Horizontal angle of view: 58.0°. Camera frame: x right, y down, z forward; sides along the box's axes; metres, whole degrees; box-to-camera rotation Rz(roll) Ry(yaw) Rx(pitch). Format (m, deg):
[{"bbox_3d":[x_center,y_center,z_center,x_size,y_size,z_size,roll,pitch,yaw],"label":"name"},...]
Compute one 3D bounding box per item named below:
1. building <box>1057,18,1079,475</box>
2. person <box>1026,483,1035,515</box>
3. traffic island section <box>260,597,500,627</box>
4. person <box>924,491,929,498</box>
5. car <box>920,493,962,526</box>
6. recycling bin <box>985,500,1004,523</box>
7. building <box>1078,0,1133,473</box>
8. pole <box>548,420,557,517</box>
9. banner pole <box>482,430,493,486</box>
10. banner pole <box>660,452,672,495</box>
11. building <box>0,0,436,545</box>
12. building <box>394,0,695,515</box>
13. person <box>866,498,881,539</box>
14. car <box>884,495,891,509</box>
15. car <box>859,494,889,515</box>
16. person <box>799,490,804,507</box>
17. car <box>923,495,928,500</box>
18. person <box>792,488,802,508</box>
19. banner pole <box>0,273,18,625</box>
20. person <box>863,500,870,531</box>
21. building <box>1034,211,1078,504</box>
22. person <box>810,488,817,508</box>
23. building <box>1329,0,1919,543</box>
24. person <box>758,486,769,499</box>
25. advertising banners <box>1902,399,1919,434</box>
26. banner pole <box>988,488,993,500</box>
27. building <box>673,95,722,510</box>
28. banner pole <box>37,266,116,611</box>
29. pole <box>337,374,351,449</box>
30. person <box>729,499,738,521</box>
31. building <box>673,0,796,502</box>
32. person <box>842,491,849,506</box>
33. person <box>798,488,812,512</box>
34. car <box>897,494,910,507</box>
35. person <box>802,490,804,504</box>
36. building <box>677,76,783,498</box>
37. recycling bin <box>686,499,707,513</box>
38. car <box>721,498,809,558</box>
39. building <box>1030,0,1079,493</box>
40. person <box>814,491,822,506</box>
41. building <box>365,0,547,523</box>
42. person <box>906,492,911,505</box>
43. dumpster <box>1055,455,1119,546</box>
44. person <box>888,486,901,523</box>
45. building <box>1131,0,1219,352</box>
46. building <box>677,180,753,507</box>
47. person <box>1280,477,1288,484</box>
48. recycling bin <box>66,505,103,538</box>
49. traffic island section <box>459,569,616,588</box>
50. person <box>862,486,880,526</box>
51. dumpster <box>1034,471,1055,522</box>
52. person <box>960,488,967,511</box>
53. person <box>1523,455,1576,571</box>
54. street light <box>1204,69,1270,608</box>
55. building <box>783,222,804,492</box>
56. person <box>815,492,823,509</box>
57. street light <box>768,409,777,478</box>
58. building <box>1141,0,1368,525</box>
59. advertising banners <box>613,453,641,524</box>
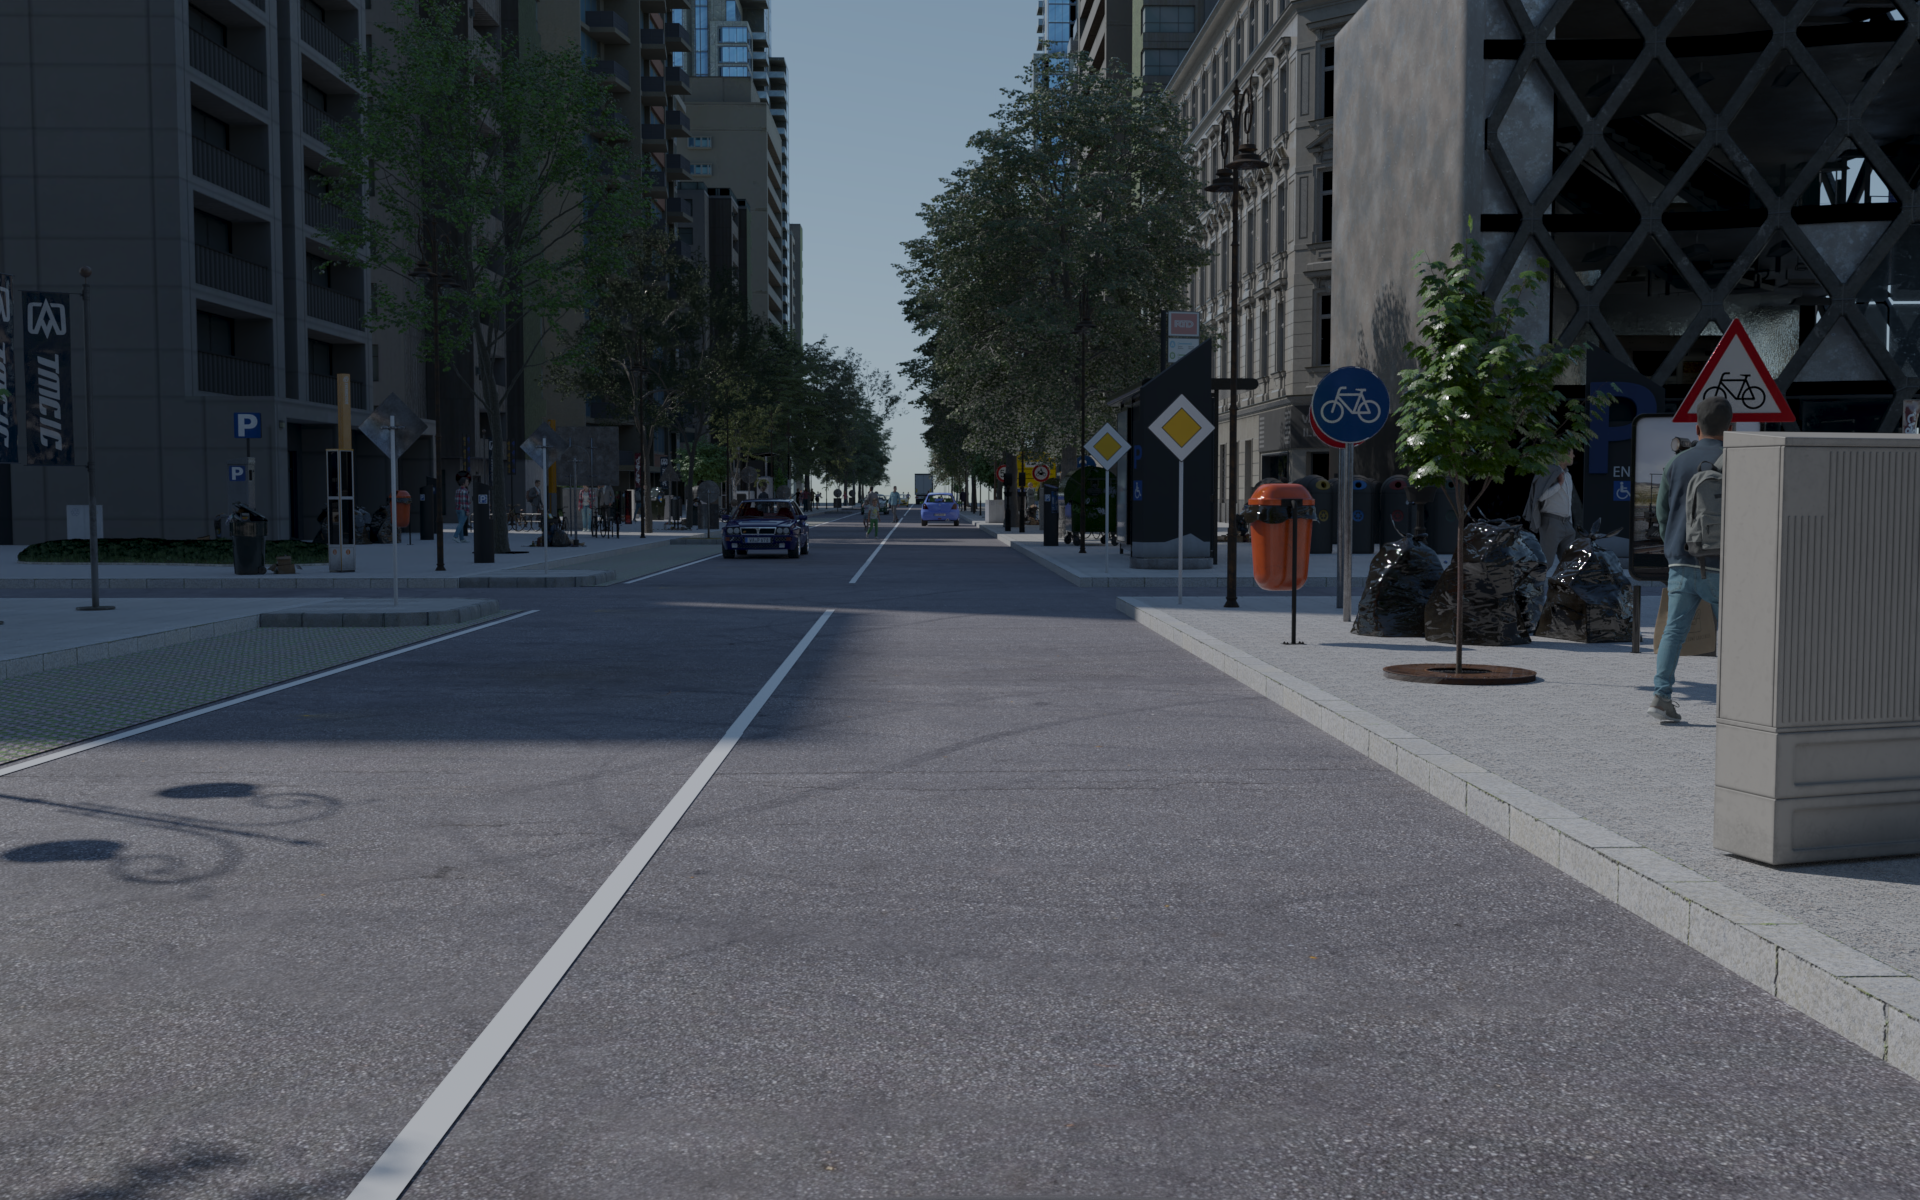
[{"bbox_3d":[21.289,-32.741,154.928,23.786,49.044,30.456,0,4,-1],"label":"building"},{"bbox_3d":[3.287,-4.443,78.862,0.590,1.801,0.661,1,4,19],"label":"person"},{"bbox_3d":[-6.533,0.142,19.959,2.009,0.180,2.903,0,4,-1],"label":"traffic island section"},{"bbox_3d":[-3.645,-11.611,198.303,1.348,1.831,0.705,3,5,40],"label":"person"},{"bbox_3d":[-0.882,-4.218,78.554,1.945,1.707,3.694,0,4,0],"label":"car"},{"bbox_3d":[1.540,-3.920,76.640,0.722,1.027,0.722,-1,4,-12],"label":"recycling bin"},{"bbox_3d":[20.350,-30.901,128.936,21.300,48.544,21.600,0,4,-1],"label":"building"},{"bbox_3d":[-11.189,-3.284,47.538,0.158,3.312,0.155,0,3,0],"label":"pole"},{"bbox_3d":[-18.250,-4.728,67.321,0.863,3.779,0.401,-2,4,-35],"label":"banner pole"},{"bbox_3d":[-17.256,-6.853,102.069,0.863,3.779,0.401,0,4,-7],"label":"banner pole"},{"bbox_3d":[-27.539,-37.498,51.337,20.563,71.187,20.611,0,4,-1],"label":"building"},{"bbox_3d":[-30.041,-28.251,116.531,22.147,44.769,28.867,0,4,-1],"label":"building"},{"bbox_3d":[-2.763,-2.590,55.100,0.306,1.304,0.590,-3,5,-41],"label":"person"},{"bbox_3d":[-6.304,-8.261,147.647,1.945,1.354,3.894,0,4,-3],"label":"car"},{"bbox_3d":[-5.925,-6.684,121.085,2.131,1.459,4.920,0,4,0],"label":"car"},{"bbox_3d":[-16.182,-10.351,176.195,0.541,1.710,0.530,-1,4,-12],"label":"person"},{"bbox_3d":[-2.086,-8.118,142.316,1.945,1.707,3.694,0,4,-3],"label":"car"},{"bbox_3d":[-13.047,-8.081,138.690,1.217,1.766,0.721,3,5,39],"label":"person"},{"bbox_3d":[-9.563,-1.655,17.084,0.401,3.779,0.863,0,4,8],"label":"banner pole"},{"bbox_3d":[-3.588,-3.325,67.879,0.505,1.210,0.382,2,4,32],"label":"person"},{"bbox_3d":[23.604,-32.305,220.075,32.217,40.220,23.993,0,4,-1],"label":"building"},{"bbox_3d":[-13.744,-9.468,160.945,1.348,1.812,0.705,2,4,27],"label":"person"},{"bbox_3d":[20.021,-10.875,45.264,16.811,18.784,16.820,0,4,-1],"label":"building"},{"bbox_3d":[-8.140,-3.871,72.218,0.534,1.772,0.576,1,4,17],"label":"person"},{"bbox_3d":[16.873,-2.173,31.718,2.074,3.025,0.090,-2,4,-24],"label":"advertising banners"},{"bbox_3d":[1.827,-6.634,98.482,0.863,3.779,0.401,3,4,39],"label":"banner pole"},{"bbox_3d":[-36.420,-27.586,142.915,32.217,40.220,23.993,0,4,-1],"label":"building"},{"bbox_3d":[-9.783,-1.771,18.976,0.863,3.779,0.401,-2,4,-33],"label":"banner pole"},{"bbox_3d":[-10.453,-2.179,29.465,0.158,3.312,0.155,0,3,0],"label":"pole"},{"bbox_3d":[-5.880,-1.983,45.199,0.640,1.303,0.475,-1,4,-11],"label":"person"},{"bbox_3d":[-32.826,-56.118,230.204,22.319,86.520,31.000,0,4,-1],"label":"building"},{"bbox_3d":[-12.067,-10.622,182.881,0.721,1.743,1.217,3,4,37],"label":"person"},{"bbox_3d":[-11.176,-7.224,124.878,1.217,1.743,0.721,-3,5,-40],"label":"person"},{"bbox_3d":[-6.560,-11.120,192.029,2.015,1.641,3.980,0,4,-1],"label":"car"},{"bbox_3d":[-19.663,-12.980,218.351,1.350,1.814,0.705,-3,4,-39],"label":"person"},{"bbox_3d":[-32.510,-35.560,205.113,21.300,48.544,21.600,0,4,-1],"label":"building"},{"bbox_3d":[-12.333,-4.192,81.086,0.722,1.027,0.722,3,5,42],"label":"recycling bin"},{"bbox_3d":[-4.435,-1.662,39.749,1.945,1.354,3.894,0,4,-1],"label":"car"},{"bbox_3d":[18.726,-57.085,246.005,22.319,86.520,31.000,0,4,-1],"label":"building"},{"bbox_3d":[-15.037,-10.618,182.827,1.217,1.735,0.721,-3,4,-37],"label":"person"},{"bbox_3d":[-27.283,-18.728,77.903,14.160,30.474,14.107,0,4,-1],"label":"building"},{"bbox_3d":[-7.059,-13.817,235.340,0.756,1.711,0.436,0,4,5],"label":"person"},{"bbox_3d":[3.275,-2.504,43.438,1.502,2.255,1.985,0,4,-1],"label":"dumpster"},{"bbox_3d":[-3.186,-4.737,85.809,0.638,1.841,0.748,3,5,40],"label":"person"},{"bbox_3d":[17.710,-26.093,110.219,14.154,41.232,14.086,0,4,-1],"label":"building"},{"bbox_3d":[-27.154,-23.898,162.438,14.160,30.474,14.107,0,4,-1],"label":"building"},{"bbox_3d":[9.302,-2.690,50.384,0.532,1.782,0.716,1,4,9],"label":"person"},{"bbox_3d":[-20.050,-1.660,39.699,0.722,1.027,0.722,-2,4,-25],"label":"recycling bin"},{"bbox_3d":[-6.712,-0.346,27.942,2.009,0.180,2.903,0,4,-1],"label":"traffic island section"},{"bbox_3d":[-3.925,-4.199,77.428,0.678,1.792,0.850,-3,5,-39],"label":"person"},{"bbox_3d":[4.021,-4.422,74.787,1.502,2.255,1.985,0,4,-1],"label":"dumpster"},{"bbox_3d":[0.230,-7.455,128.851,0.541,1.710,0.530,-1,4,-13],"label":"person"},{"bbox_3d":[6.195,-0.733,18.122,0.850,1.850,0.679,3,5,44],"label":"person"},{"bbox_3d":[3.078,-2.854,19.455,0.468,5.910,1.993,0,4,-1],"label":"street light"},{"bbox_3d":[-30.492,-34.915,254.459,14.154,41.232,14.086,0,4,-1],"label":"building"},{"bbox_3d":[-11.788,-8.275,144.525,0.628,1.438,0.799,0,4,3],"label":"person"},{"bbox_3d":[-10.266,-7.439,94.412,0.468,5.910,1.993,0,4,-1],"label":"street light"},{"bbox_3d":[19.495,-18.657,81.454,17.030,29.872,44.131,0,4,-1],"label":"building"},{"bbox_3d":[-14.135,-4.739,73.665,2.074,3.025,0.090,3,5,43],"label":"advertising banners"}]
